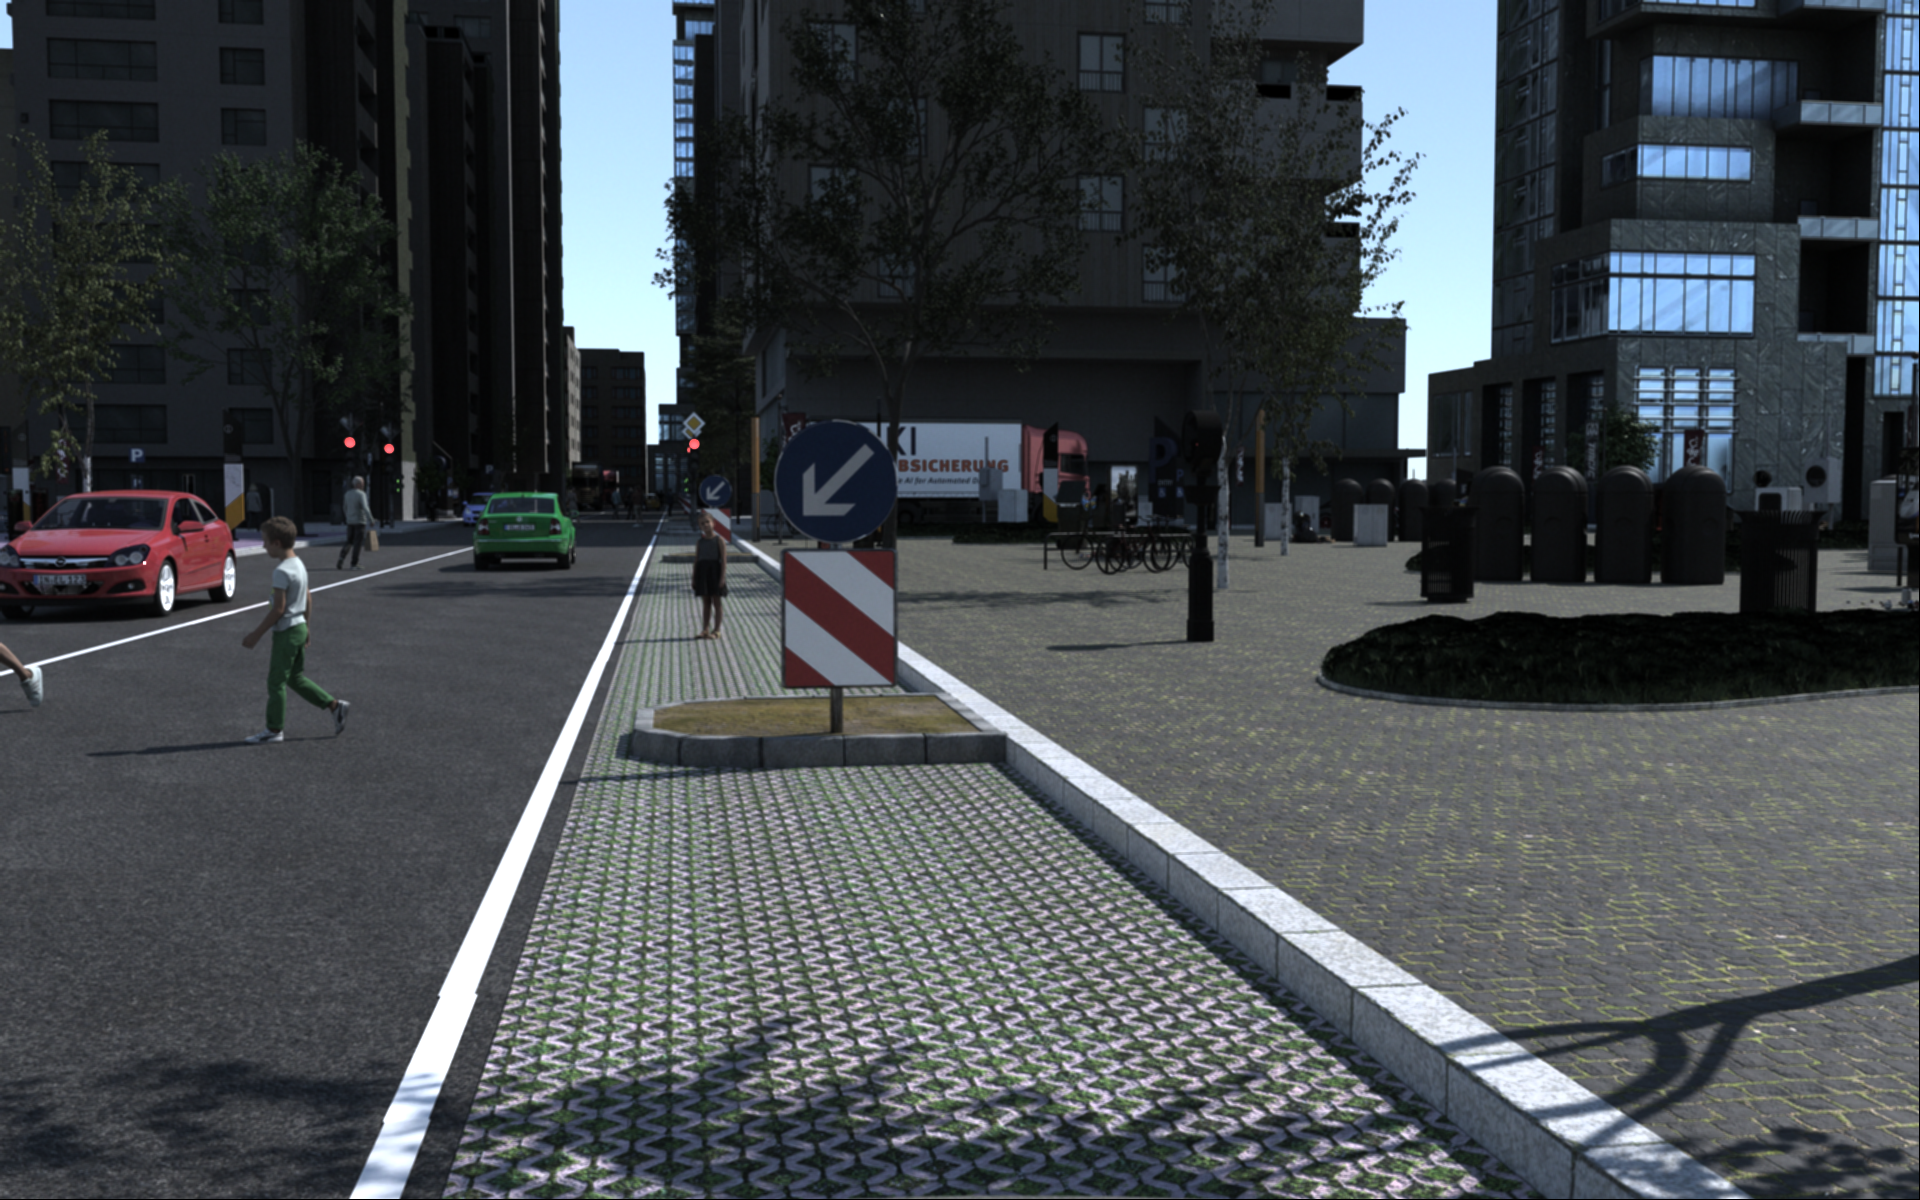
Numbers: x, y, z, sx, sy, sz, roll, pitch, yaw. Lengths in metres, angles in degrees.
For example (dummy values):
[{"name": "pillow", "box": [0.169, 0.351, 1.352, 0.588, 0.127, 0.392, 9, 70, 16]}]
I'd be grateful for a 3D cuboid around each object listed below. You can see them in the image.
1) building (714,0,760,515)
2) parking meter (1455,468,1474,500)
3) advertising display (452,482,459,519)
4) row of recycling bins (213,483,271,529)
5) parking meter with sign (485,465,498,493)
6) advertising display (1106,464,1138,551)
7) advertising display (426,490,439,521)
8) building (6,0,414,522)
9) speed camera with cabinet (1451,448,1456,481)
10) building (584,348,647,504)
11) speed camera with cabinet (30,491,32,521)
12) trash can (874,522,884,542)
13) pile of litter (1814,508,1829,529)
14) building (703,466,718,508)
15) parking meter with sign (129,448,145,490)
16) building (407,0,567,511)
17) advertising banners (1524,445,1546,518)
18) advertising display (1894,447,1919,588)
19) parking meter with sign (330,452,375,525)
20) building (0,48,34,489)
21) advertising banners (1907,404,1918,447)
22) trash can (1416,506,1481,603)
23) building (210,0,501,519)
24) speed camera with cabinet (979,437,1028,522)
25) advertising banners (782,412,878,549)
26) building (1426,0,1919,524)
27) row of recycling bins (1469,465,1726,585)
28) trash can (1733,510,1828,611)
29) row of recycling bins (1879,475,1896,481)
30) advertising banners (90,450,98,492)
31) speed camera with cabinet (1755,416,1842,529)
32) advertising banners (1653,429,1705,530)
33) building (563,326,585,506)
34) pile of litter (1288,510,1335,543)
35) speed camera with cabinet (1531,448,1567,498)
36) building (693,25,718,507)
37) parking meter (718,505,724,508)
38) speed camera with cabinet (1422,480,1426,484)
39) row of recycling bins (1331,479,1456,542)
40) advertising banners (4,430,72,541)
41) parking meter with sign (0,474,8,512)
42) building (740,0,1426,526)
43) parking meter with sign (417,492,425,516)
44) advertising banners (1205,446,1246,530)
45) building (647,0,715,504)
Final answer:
[{"name": "building", "box": [-6.411, -35.369, 120.282, 21.231, 58.520, 28.212, -1, 4, -9]}, {"name": "parking meter", "box": [11.449, -2.053, 39.274, 0.399, 1.863, 0.255, 1, 4, 8]}, {"name": "advertising display", "box": [-26.723, -5.227, 90.682, 0.974, 1.923, 0.123, -1, 4, -14]}, {"name": "row of recycling bins", "box": [-27.059, -3.553, 65.203, 3.534, 1.692, 1.069, 3, 5, 43]}, {"name": "parking meter with sign", "box": [-27.901, -6.563, 103.567, 0.543, 3.016, 1.738, 0, 4, -1]}, {"name": "advertising display", "box": [3.545, -1.997, 37.871, 0.123, 1.923, 0.974, 3, 5, 44]}, {"name": "advertising display", "box": [-25.013, -4.702, 82.095, 0.974, 1.923, 0.123, 3, 5, 45]}, {"name": "building", "box": [-33.560, -18.840, 79.737, 14.160, 30.474, 14.107, -1, 4, -9]}, {"name": "speed camera with cabinet", "box": [21.051, -4.822, 73.181, 0.660, 3.252, 2.038, 1, 4, 18]}, {"name": "building", "box": [-57.198, -23.775, 233.760, 28.899, 21.520, 27.650, -1, 4, -9]}, {"name": "speed camera with cabinet", "box": [-43.464, -5.302, 81.021, 2.038, 3.252, 0.660, 0, 4, -3]}, {"name": "trash can", "box": [-2.142, -2.115, 46.241, 0.748, 1.137, 0.748, 0, 3, 0]}, {"name": "pile of litter", "box": [31.045, -2.972, 62.563, 1.719, 0.858, 1.176, -2, 4, -31]}, {"name": "building", "box": [-12.951, -43.923, 156.385, 20.563, 71.187, 20.611, -1, 4, -9]}, {"name": "parking meter with sign", "box": [-31.538, -4.293, 66.453, 0.543, 3.016, 1.738, -2, 4, -25]}, {"name": "building", "box": [-37.505, -27.325, 130.353, 14.154, 41.232, 14.086, -1, 4, -9]}, {"name": "advertising banners", "box": [19.977, -4.028, 62.041, 2.074, 3.025, 0.090, 0, 4, -7]}, {"name": "advertising display", "box": [13.105, -1.126, 23.617, 0.123, 1.923, 0.974, 0, 4, -5]}, {"name": "parking meter with sign", "box": [-25.336, -4.643, 72.178, 1.738, 3.016, 0.543, -3, 4, -38]}, {"name": "building", "box": [-105.551, -34.818, 192.979, 21.600, 48.544, 21.300, -1, 4, -9]}, {"name": "advertising banners", "box": [18.779, -2.359, 34.755, 0.090, 3.025, 2.074, 1, 4, 9]}, {"name": "trash can", "box": [5.790, -0.545, 20.557, 0.748, 1.137, 0.748, 0, 3, 0]}, {"name": "building", "box": [-36.524, -20.515, 107.120, 14.160, 30.474, 14.107, -1, 4, -9]}, {"name": "speed camera with cabinet", "box": [1.490, -3.987, 59.525, 0.660, 3.252, 2.038, -3, 4, -37]}, {"name": "advertising banners", "box": [-2.786, -2.503, 37.107, 2.074, 3.025, 0.090, 0, 4, 5]}, {"name": "building", "box": [40.538, -47.094, 82.666, 31.000, 86.520, 22.319, -1, 4, -9]}, {"name": "row of recycling bins", "box": [9.243, -1.110, 25.261, 3.534, 1.692, 1.069, 1, 4, 22]}, {"name": "trash can", "box": [7.111, -0.208, 15.048, 0.748, 1.137, 0.748, 0, 3, 0]}, {"name": "row of recycling bins", "box": [21.253, -1.801, 36.562, 3.534, 1.692, 1.069, 2, 4, 24]}, {"name": "advertising banners", "box": [-33.578, -4.350, 67.304, 0.090, 3.025, 2.074, -3, 5, -39]}, {"name": "speed camera with cabinet", "box": [21.541, -3.072, 44.556, 0.660, 3.252, 2.038, -2, 4, -30]}, {"name": "advertising banners", "box": [19.103, -3.114, 47.105, 2.074, 3.025, 0.090, 1, 4, 20]}, {"name": "building", "box": [-58.793, -21.599, 198.190, 28.899, 21.520, 27.650, -1, 4, -9]}, {"name": "pile of litter", "box": [9.228, -1.945, 45.761, 1.176, 0.858, 1.719, -1, 4, -9]}, {"name": "speed camera with cabinet", "box": [25.565, -4.927, 74.897, 0.660, 3.252, 2.038, -1, 4, -17]}, {"name": "building", "box": [-16.408, -33.912, 178.162, 21.300, 48.544, 21.600, -1, 4, -9]}, {"name": "parking meter", "box": [-11.488, -4.742, 83.243, 0.255, 1.863, 0.399, 0, 4, -3]}, {"name": "speed camera with cabinet", "box": [29.872, -7.238, 112.672, 0.660, 3.252, 2.038, -1, 4, -15]}, {"name": "row of recycling bins", "box": [11.922, -2.451, 47.192, 3.534, 1.692, 1.069, 0, 4, 3]}, {"name": "advertising banners", "box": [-25.120, -3.121, 47.223, 2.074, 3.025, 0.090, 1, 4, 9]}, {"name": "parking meter with sign", "box": [-37.360, -4.339, 67.197, 0.543, 3.016, 1.738, 2, 4, 34]}, {"name": "building", "box": [3.357, -30.031, 80.241, 27.495, 52.752, 28.713, -1, 4, -9]}, {"name": "parking meter with sign", "box": [-31.654, -6.351, 100.096, 1.738, 3.016, 0.543, 2, 4, 29]}, {"name": "advertising banners", "box": [9.545, -4.036, 62.184, 2.074, 3.025, 0.090, -3, 4, -37]}, {"name": "building", "box": [-27.005, -56.424, 235.198, 31.000, 86.520, 22.319, -1, 4, -9]}]
